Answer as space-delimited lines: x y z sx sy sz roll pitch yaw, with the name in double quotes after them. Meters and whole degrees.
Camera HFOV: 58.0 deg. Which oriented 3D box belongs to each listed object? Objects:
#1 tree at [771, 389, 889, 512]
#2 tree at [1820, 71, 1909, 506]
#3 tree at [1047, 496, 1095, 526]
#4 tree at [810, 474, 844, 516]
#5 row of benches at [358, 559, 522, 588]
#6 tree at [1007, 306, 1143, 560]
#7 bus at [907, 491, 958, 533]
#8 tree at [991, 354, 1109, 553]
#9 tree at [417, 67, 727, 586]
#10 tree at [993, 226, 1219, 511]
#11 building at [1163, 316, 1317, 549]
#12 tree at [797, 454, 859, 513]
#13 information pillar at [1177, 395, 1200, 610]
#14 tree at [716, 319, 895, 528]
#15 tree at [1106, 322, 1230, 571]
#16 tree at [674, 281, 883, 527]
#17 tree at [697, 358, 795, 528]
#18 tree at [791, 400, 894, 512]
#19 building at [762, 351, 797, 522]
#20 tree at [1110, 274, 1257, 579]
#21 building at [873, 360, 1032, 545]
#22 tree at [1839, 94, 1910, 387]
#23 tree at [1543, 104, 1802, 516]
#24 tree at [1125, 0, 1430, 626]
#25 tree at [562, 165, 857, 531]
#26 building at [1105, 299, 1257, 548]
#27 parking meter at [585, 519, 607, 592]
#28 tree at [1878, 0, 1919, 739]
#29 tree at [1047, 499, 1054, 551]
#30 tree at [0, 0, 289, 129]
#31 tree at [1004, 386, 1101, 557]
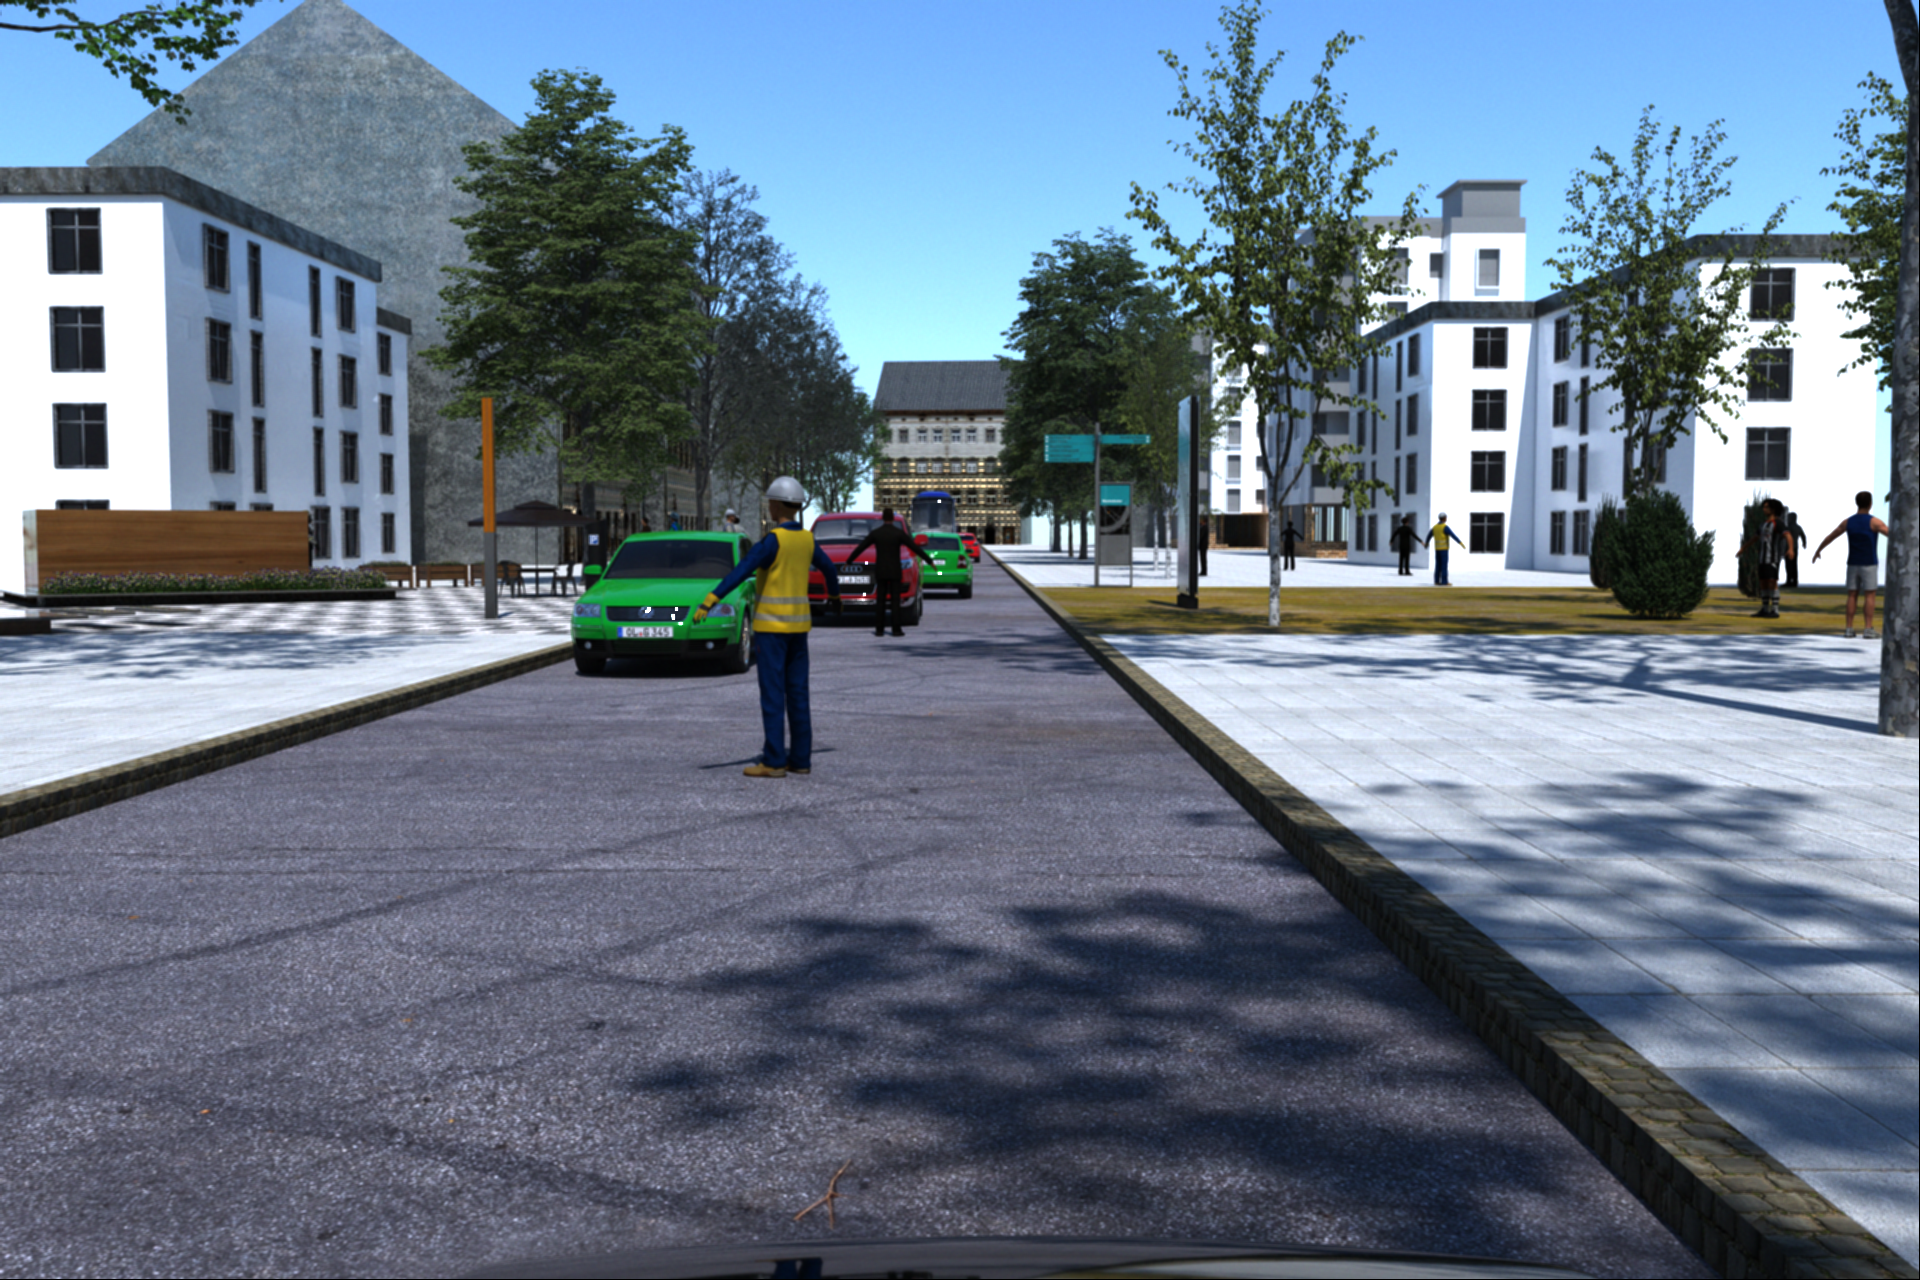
-8.408 -11.313 110.727 9.928 11.665 9.643 0 3 0 "tree"
14.682 -4.608 25.704 4.737 8.622 4.395 0 3 0 "tree"
15.709 -19.077 218.558 9.857 13.997 8.962 0 3 0 "tree"
-15.777 -16.044 212.689 4.360 8.622 3.978 0 3 0 "tree"
-12.570 -1.609 41.764 4.104 0.672 1.422 -3 5 -44 "row of benches"
6.098 -10.267 85.984 7.486 12.596 7.792 0 3 0 "tree"
-1.471 -6.828 103.186 2.896 3.916 12.251 0 4 1 "bus"
6.558 -12.949 118.369 9.857 13.997 8.962 0 3 0 "tree"
-9.512 -7.654 43.277 7.486 12.596 7.792 0 3 0 "tree"
6.217 -10.114 72.025 9.857 13.997 8.962 0 3 0 "tree"
23.751 -18.419 157.578 16.016 20.090 11.380 0 3 0 "building"
-16.640 -17.976 219.663 9.928 11.665 9.643 0 3 0 "tree"
3.971 -2.375 30.152 0.184 3.620 1.656 0 4 0 "information pillar"
-8.817 -11.409 96.910 12.009 13.543 11.850 0 3 0 "tree"
7.015 -6.717 60.191 4.737 8.622 4.395 0 3 0 "tree"
-8.876 -10.611 83.856 12.009 13.543 11.850 0 3 0 "tree"
-9.346 -7.401 71.363 4.360 8.622 3.978 0 3 0 "tree"
-8.765 -12.376 128.096 9.928 11.665 9.643 0 3 0 "tree"
-27.236 -19.324 182.401 16.747 18.905 31.486 0 4 1 "building"
5.863 -6.054 49.338 4.360 8.622 3.978 0 3 0 "tree"
-0.590 -23.534 218.169 18.063 23.208 19.493 0 4 6 "building"
21.481 -7.137 34.811 7.486 12.596 7.792 0 3 0 "tree"
12.356 -4.912 30.670 4.737 8.622 4.395 0 3 0 "tree"
4.337 -4.482 23.643 4.737 8.622 4.395 0 3 0 "tree"
-8.634 -9.012 57.714 12.009 13.543 11.850 0 3 0 "tree"
24.043 -20.753 170.242 19.493 23.208 18.063 0 4 1 "building"
-6.129 -1.270 29.182 0.372 1.533 0.369 0 3 0 "parking meter"
7.539 -9.433 10.114 12.611 20.169 13.585 0 3 0 "tree"
6.546 -10.922 128.933 4.360 8.622 3.978 0 3 0 "tree"
-9.022 -5.345 13.142 9.928 11.665 9.643 0 3 0 "tree"
5.858 -9.872 95.821 7.601 10.594 8.767 -2 4 -28 "tree"
